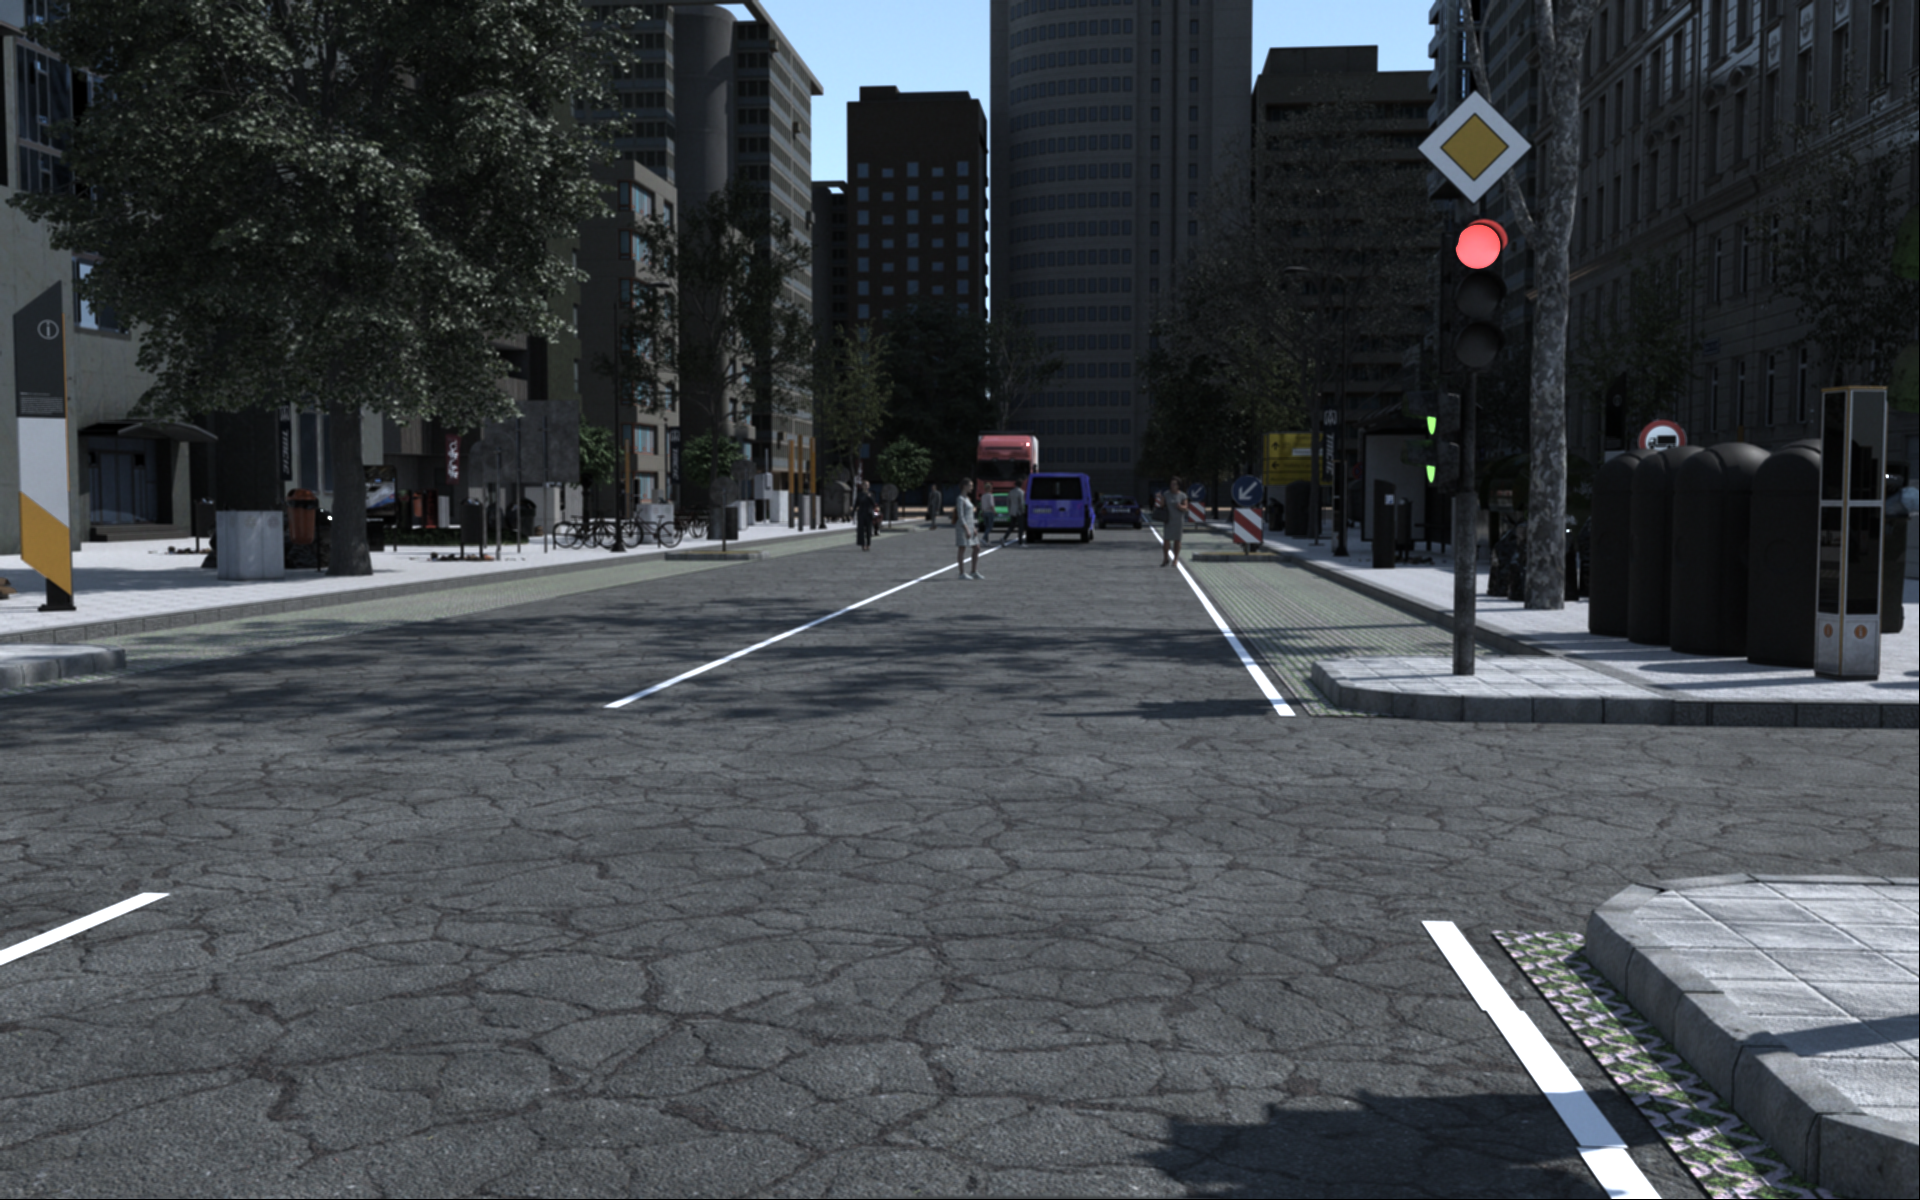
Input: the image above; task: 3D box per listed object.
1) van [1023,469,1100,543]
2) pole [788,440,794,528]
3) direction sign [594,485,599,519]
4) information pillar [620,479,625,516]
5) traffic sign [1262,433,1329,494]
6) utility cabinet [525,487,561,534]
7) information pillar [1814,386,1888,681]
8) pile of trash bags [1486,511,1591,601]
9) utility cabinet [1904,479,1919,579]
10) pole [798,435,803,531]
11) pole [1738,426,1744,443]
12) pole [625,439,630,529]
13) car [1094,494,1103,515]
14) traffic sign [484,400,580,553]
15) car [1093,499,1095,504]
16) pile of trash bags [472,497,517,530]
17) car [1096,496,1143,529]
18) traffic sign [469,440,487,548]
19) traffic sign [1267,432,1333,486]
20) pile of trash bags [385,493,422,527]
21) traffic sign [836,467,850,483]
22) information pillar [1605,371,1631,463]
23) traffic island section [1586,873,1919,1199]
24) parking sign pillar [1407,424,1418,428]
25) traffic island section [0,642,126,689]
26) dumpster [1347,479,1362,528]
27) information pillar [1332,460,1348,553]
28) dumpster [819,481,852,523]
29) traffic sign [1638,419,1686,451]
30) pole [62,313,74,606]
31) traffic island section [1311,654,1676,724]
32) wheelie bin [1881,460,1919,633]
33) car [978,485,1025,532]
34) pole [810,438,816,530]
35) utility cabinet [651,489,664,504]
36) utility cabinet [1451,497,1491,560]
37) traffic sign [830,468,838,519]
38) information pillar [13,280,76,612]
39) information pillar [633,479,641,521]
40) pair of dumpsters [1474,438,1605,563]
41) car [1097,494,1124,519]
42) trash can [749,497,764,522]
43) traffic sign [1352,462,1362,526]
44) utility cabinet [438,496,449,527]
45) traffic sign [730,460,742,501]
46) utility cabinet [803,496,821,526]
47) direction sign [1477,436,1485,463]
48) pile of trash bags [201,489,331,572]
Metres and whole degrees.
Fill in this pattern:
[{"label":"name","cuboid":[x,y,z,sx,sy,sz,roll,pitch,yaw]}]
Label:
[{"label":"van","cuboid":[3.051,-2.936,52.384,2.240,2.365,5.245,0,4,6]},{"label":"pole","cuboid":[-6.378,-4.379,65.433,0.158,3.312,0.155,0,3,0]},{"label":"direction sign","cuboid":[-18.852,-5.991,89.948,0.379,3.537,0.876,0,4,1]},{"label":"information pillar","cuboid":[-16.952,-5.050,87.066,0.304,2.012,0.304,2,4,35]},{"label":"traffic sign","cuboid":[11.253,-3.920,57.973,2.265,3.308,0.079,0,4,8]},{"label":"utility cabinet","cuboid":[-13.186,-2.819,54.762,1.173,1.500,0.318,2,4,27]},{"label":"information pillar","cuboid":[6.159,-0.458,11.977,0.304,2.012,0.304,0,4,-7]},{"label":"pile of trash bags","cuboid":[8.255,-0.698,21.159,3.447,1.369,1.912,1,4,15]},{"label":"utility cabinet","cuboid":[14.523,-1.062,26.037,0.318,1.500,1.173,1,4,10]},{"label":"pole","cuboid":[-5.487,-4.018,59.532,0.158,3.312,0.155,0,3,0]},{"label":"pole","cuboid":[23.250,-3.535,51.641,0.158,3.312,0.155,0,3,0]},{"label":"pole","cuboid":[-12.306,-4.298,64.117,0.158,3.312,0.155,0,3,0]},{"label":"car","cuboid":[10.253,-6.595,119.633,2.131,1.459,4.920,0,4,7]},{"label":"traffic sign","cuboid":[-9.330,-2.680,37.694,2.265,3.308,0.079,1,4,14]},{"label":"car","cuboid":[13.128,-9.057,158.301,2.015,1.641,3.980,0,4,5]},{"label":"pile of trash bags","cuboid":[-16.112,-3.179,61.724,3.447,1.369,1.912,3,4,37]},{"label":"car","cuboid":[6.614,-3.616,71.696,1.945,1.354,3.894,0,4,4]},{"label":"traffic sign","cuboid":[-11.200,-2.487,40.775,0.768,2.556,0.104,1,4,9]},{"label":"traffic sign","cuboid":[11.184,-3.840,56.664,2.265,3.308,0.079,0,4,7]},{"label":"pile of trash bags","cuboid":[-21.151,-3.268,63.183,3.447,1.369,1.912,-1,4,-17]},{"label":"traffic sign","cuboid":[-5.572,-5.010,82.015,0.768,2.556,0.104,1,4,14]},{"label":"information pillar","cuboid":[12.564,-2.560,33.219,0.183,3.616,0.504,-1,4,-19]},{"label":"traffic island section","cuboid":[2.834,1.096,4.365,2.009,0.180,2.903,0,4,5]},{"label":"parking sign pillar","cuboid":[16.928,-4.577,63.303,1.447,3.967,1.447,2,4,31]},{"label":"traffic island section","cuboid":[-7.936,0.541,13.428,2.009,0.180,2.903,0,4,5]},{"label":"dumpster","cuboid":[15.374,-3.683,65.972,1.264,1.857,1.865,0,4,5]},{"label":"information pillar","cuboid":[8.288,-2.036,37.789,0.304,2.012,0.304,1,4,18]},{"label":"dumpster","cuboid":[-5.617,-4.405,77.778,1.264,1.857,1.865,0,4,5]},{"label":"traffic sign","cuboid":[11.937,-1.799,29.514,0.768,2.556,0.104,1,4,13]},{"label":"pole","cuboid":[-10.188,-1.573,19.566,0.158,3.312,0.155,0,3,0]},{"label":"traffic island section","cuboid":[3.602,0.610,12.313,2.009,0.180,2.903,0,4,5]},{"label":"wheelie bin","cuboid":[8.528,-0.507,16.202,0.980,1.594,0.693,2,4,25]},{"label":"car","cuboid":[1.722,-3.531,66.530,1.959,1.807,4.718,0,4,6]},{"label":"pole","cuboid":[-5.324,-4.206,62.609,0.158,3.312,0.155,0,3,0]},{"label":"utility cabinet","cuboid":[-13.779,-4.303,79.035,0.318,1.500,1.173,-2,4,-24]},{"label":"utility cabinet","cuboid":[10.078,-1.372,33.597,1.020,1.237,0.306,0,4,0]},{"label":"traffic sign","cuboid":[-5.978,-5.148,84.273,0.768,2.556,0.104,1,4,14]},{"label":"information pillar","cuboid":[-9.984,-1.683,18.869,0.504,3.616,0.183,-3,5,-41]},{"label":"information pillar","cuboid":[-15.395,-4.775,82.567,0.304,2.012,0.304,0,4,2]},{"label":"pair of dumpsters","cuboid":[9.927,-1.697,30.248,1.574,2.255,4.437,0,4,5]},{"label":"car","cuboid":[8.893,-5.459,101.047,2.131,1.459,4.920,0,4,5]},{"label":"trash can","cuboid":[-9.424,-4.214,80.548,0.748,1.137,0.748,0,3,0]},{"label":"traffic sign","cuboid":[15.880,-4.184,68.508,0.768,2.556,0.104,0,4,6]},{"label":"utility cabinet","cuboid":[-16.617,-2.710,55.463,0.306,1.237,1.020,-2,4,-30]},{"label":"traffic sign","cuboid":[-8.171,-3.928,64.325,0.768,2.556,0.104,1,4,11]},{"label":"utility cabinet","cuboid":[-6.087,-3.618,70.322,0.306,1.237,1.020,2,4,35]},{"label":"direction sign","cuboid":[20.222,-4.619,67.510,0.379,3.537,0.876,-1,4,-9]},{"label":"pile of trash bags","cuboid":[-11.647,-1.214,29.602,1.912,1.369,3.447,-3,4,-37]}]
